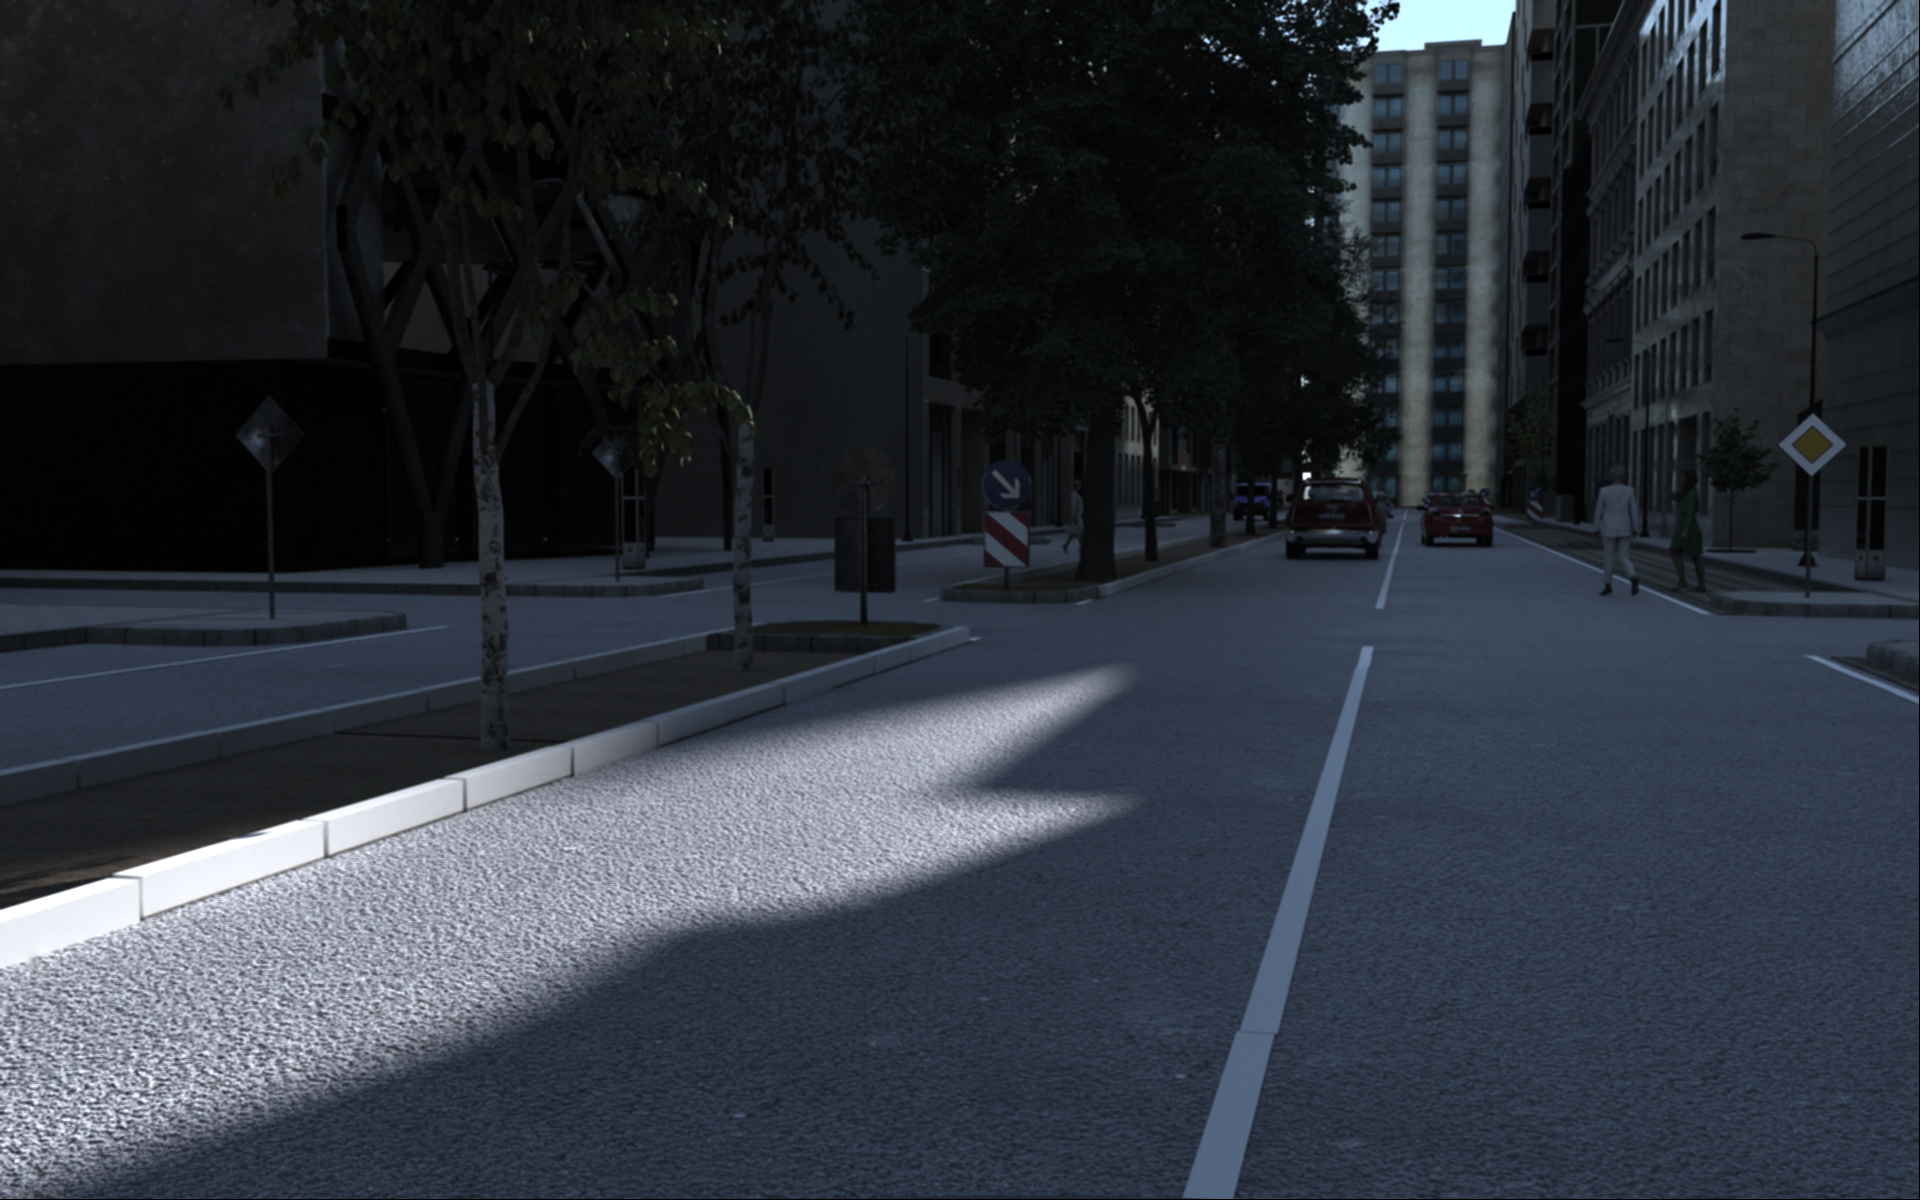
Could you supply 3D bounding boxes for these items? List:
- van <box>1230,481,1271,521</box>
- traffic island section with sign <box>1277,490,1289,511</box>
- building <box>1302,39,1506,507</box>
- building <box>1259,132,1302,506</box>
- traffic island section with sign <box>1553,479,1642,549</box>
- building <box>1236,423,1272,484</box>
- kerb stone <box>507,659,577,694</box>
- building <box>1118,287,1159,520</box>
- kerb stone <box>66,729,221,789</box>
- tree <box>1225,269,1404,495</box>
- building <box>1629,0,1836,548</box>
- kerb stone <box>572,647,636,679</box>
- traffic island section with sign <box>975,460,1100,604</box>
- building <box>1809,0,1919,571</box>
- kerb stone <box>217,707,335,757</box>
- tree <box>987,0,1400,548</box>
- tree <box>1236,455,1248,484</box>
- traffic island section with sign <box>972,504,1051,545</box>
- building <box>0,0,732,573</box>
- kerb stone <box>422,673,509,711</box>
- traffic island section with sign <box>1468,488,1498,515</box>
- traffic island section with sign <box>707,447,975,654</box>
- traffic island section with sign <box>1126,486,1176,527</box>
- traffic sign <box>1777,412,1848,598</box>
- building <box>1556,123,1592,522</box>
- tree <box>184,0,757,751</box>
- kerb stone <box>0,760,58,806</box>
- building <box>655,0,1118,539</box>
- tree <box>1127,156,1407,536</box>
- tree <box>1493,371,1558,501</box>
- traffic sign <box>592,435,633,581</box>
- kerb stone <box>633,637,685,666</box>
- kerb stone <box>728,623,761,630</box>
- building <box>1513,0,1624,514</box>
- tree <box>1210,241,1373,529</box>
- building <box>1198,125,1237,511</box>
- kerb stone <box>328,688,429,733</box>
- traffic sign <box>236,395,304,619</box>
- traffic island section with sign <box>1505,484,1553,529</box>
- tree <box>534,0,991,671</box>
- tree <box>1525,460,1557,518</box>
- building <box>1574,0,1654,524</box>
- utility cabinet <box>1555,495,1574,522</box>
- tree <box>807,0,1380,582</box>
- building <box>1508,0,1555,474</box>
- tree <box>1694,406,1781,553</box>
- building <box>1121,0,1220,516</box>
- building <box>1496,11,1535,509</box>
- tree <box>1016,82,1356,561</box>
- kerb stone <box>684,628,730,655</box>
[{"bbox_3d":[16.018,-5.516,94.565,2.240,2.365,5.245,1,4,14],"label":"van"},{"bbox_3d":[27.840,-8.672,150.411,1.989,1.847,2.006,1,4,15],"label":"traffic island section with sign"},{"bbox_3d":[52.364,-34.637,185.920,30.456,49.044,23.786,1,4,15],"label":"building"},{"bbox_3d":[29.725,-30.825,187.586,14.086,41.232,14.154,1,4,15],"label":"building"},{"bbox_3d":[16.848,-2.266,45.672,1.989,1.847,2.006,1,4,15],"label":"traffic island section with sign"},{"bbox_3d":[13.878,-19.501,163.880,28.899,21.520,27.650,1,4,15],"label":"building"},{"bbox_3d":[-3.148,0.575,12.831,0.120,0.150,1.000,1,4,15],"label":"kerb stone"},{"bbox_3d":[4.183,-14.483,91.547,10.420,20.320,16.860,1,4,15],"label":"building"},{"bbox_3d":[-4.179,0.816,8.861,0.120,0.150,1.000,1,4,15],"label":"kerb stone"},{"bbox_3d":[16.147,-9.953,82.199,9.611,12.733,9.660,0,3,0],"label":"tree"},{"bbox_3d":[25.200,-11.806,47.776,10.420,20.320,16.860,1,4,15],"label":"building"},{"bbox_3d":[-2.883,0.512,13.821,0.120,0.150,1.000,1,4,15],"label":"kerb stone"},{"bbox_3d":[0.779,-0.947,23.625,2.006,1.907,1.989,1,4,15],"label":"traffic island section with sign"},{"bbox_3d":[36.572,-15.024,22.051,44.131,29.872,17.030,1,4,15],"label":"building"},{"bbox_3d":[-3.926,0.759,9.851,0.120,0.150,1.000,1,4,15],"label":"kerb stone"},{"bbox_3d":[5.907,-11.518,46.660,12.611,20.169,13.585,0,3,0],"label":"tree"},{"bbox_3d":[23.200,-9.826,144.373,4.285,4.588,4.351,0,3,0],"label":"tree"},{"bbox_3d":[1.530,-2.497,49.451,1.989,1.847,2.006,1,4,15],"label":"traffic island section with sign"},{"bbox_3d":[-13.819,-10.360,36.832,16.820,18.784,16.811,1,4,15],"label":"building"},{"bbox_3d":[-3.409,0.633,11.843,0.120,0.150,1.000,1,4,15],"label":"kerb stone"},{"bbox_3d":[36.269,-6.827,120.242,1.989,1.847,2.006,1,4,15],"label":"traffic island section with sign"},{"bbox_3d":[-1.098,-0.509,16.459,2.006,1.907,1.989,1,4,15],"label":"traffic island section with sign"},{"bbox_3d":[8.383,-4.105,75.744,1.989,1.847,2.006,1,4,15],"label":"traffic island section with sign"},{"bbox_3d":[10.488,-1.085,21.376,0.795,2.450,0.064,1,4,15],"label":"traffic sign"},{"bbox_3d":[36.097,-15.528,83.564,12.332,23.373,15.834,1,4,15],"label":"building"},{"bbox_3d":[-2.617,-3.447,9.183,4.737,8.622,4.395,0,3,0],"label":"tree"},{"bbox_3d":[-4.439,0.876,7.870,0.120,0.150,1.000,1,4,15],"label":"kerb stone"},{"bbox_3d":[-6.075,-16.086,67.522,19.350,26.468,34.151,1,4,15],"label":"building"},{"bbox_3d":[9.964,-8.935,58.921,12.009,13.543,11.850,0,3,0],"label":"tree"},{"bbox_3d":[34.153,-9.351,103.255,4.737,8.622,4.395,0,3,0],"label":"tree"},{"bbox_3d":[-5.035,-1.332,25.427,0.795,2.450,0.064,1,4,15],"label":"traffic sign"},{"bbox_3d":[-2.630,0.452,14.812,0.120,0.150,1.000,1,4,15],"label":"kerb stone"},{"bbox_3d":[-2.116,0.333,16.793,0.120,0.150,1.000,1,4,15],"label":"kerb stone"},{"bbox_3d":[47.677,-41.198,111.837,20.563,71.187,20.611,1,4,15],"label":"building"},{"bbox_3d":[12.911,-8.709,70.597,9.928,11.665,9.643,0,3,0],"label":"tree"},{"bbox_3d":[13.979,-22.223,135.044,14.160,30.474,14.107,1,4,15],"label":"building"},{"bbox_3d":[-3.673,0.699,10.855,0.120,0.150,1.000,1,4,15],"label":"kerb stone"},{"bbox_3d":[-7.049,-0.860,17.699,0.795,2.450,0.064,1,4,15],"label":"traffic sign"},{"bbox_3d":[23.644,-3.861,71.760,1.989,1.847,2.006,1,4,15],"label":"traffic island section with sign"},{"bbox_3d":[-1.703,-3.739,13.948,4.360,8.622,3.978,0,3,0],"label":"tree"},{"bbox_3d":[33.064,-6.321,97.958,1.663,3.219,1.824,0,3,0],"label":"tree"},{"bbox_3d":[30.313,-14.057,65.981,11.583,22.565,21.152,1,4,15],"label":"building"},{"bbox_3d":[27.684,-4.165,79.267,1.020,1.237,0.306,-3,4,-37],"label":"utility cabinet"},{"bbox_3d":[2.253,-7.282,28.167,9.857,13.997,8.962,0,3,0],"label":"tree"},{"bbox_3d":[57.805,-33.389,135.147,28.713,52.752,27.495,1,4,15],"label":"building"},{"bbox_3d":[16.971,-2.657,38.046,1.663,3.219,1.824,0,3,0],"label":"tree"},{"bbox_3d":[5.321,-28.139,114.695,22.147,44.769,28.867,1,4,15],"label":"building"},{"bbox_3d":[56.672,-31.031,157.473,14.600,45.320,14.200,1,4,15],"label":"building"},{"bbox_3d":[4.188,-6.116,36.874,8.767,10.594,7.601,1,4,15],"label":"tree"},{"bbox_3d":[-2.371,0.391,15.803,0.120,0.150,1.000,1,4,15],"label":"kerb stone"}]
